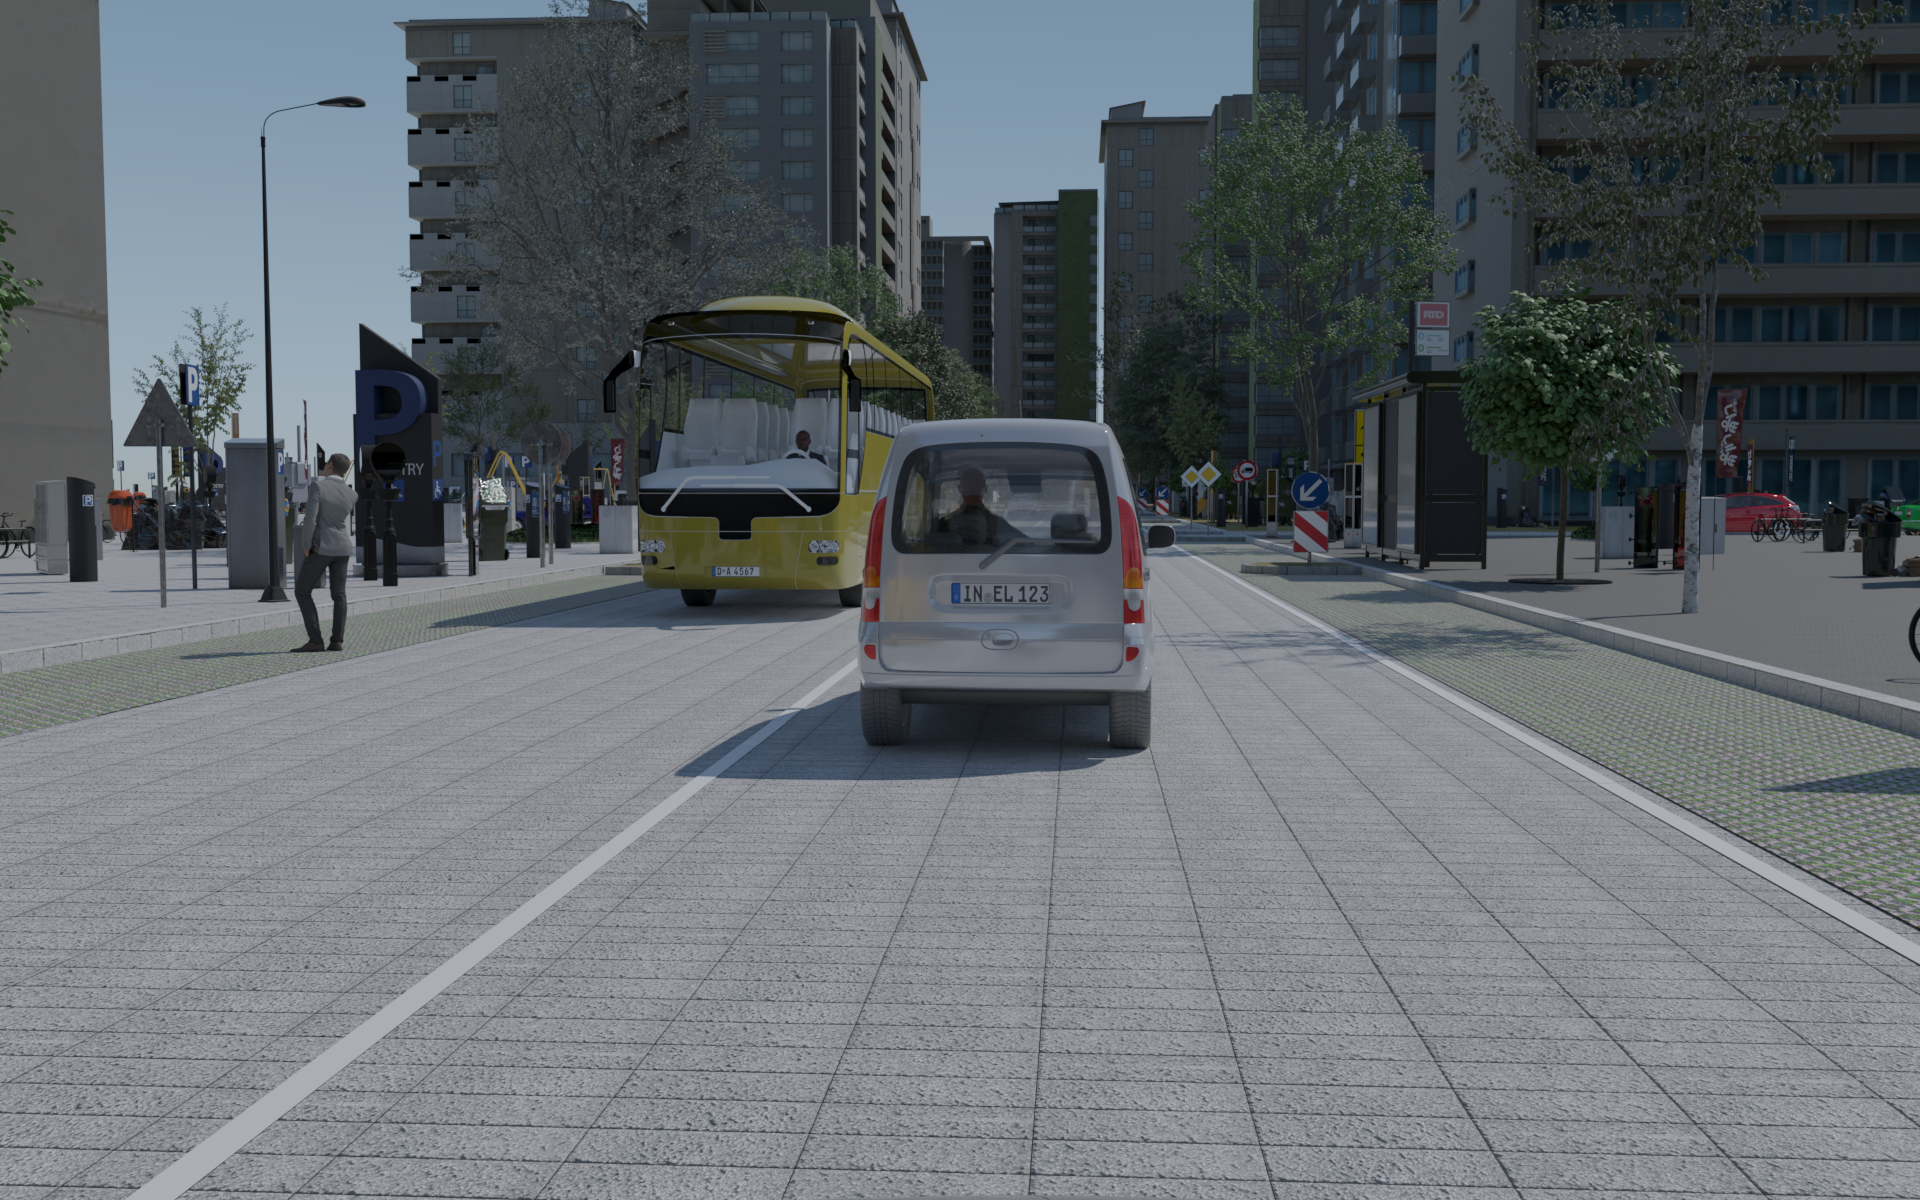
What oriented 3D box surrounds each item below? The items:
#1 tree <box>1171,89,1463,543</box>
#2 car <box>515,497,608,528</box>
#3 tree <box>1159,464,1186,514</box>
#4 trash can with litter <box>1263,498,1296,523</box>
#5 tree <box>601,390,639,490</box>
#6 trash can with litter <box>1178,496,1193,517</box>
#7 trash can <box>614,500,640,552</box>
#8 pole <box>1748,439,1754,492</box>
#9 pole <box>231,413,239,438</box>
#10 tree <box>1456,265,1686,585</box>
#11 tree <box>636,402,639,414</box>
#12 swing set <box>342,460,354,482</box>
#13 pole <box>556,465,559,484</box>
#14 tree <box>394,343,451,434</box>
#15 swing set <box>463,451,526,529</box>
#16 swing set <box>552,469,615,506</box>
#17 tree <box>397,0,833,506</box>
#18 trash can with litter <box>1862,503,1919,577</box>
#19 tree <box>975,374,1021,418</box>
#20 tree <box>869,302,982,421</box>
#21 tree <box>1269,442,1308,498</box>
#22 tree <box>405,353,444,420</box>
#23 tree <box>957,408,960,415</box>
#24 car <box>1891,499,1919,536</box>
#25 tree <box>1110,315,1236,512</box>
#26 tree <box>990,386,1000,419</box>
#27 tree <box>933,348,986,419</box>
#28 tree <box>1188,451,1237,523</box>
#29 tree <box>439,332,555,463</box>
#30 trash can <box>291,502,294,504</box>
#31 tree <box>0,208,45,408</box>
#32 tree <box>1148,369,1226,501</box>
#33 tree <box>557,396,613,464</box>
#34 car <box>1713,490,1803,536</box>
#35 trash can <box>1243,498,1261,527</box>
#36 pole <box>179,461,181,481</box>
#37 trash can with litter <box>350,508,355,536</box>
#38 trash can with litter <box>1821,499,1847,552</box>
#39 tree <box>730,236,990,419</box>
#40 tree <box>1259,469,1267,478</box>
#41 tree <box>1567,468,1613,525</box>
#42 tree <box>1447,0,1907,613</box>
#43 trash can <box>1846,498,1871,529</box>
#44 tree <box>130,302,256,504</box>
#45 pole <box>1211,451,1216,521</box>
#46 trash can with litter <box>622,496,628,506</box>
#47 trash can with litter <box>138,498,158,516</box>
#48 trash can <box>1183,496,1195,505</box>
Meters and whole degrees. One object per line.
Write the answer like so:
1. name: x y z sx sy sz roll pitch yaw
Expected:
1. tree: 9.204 -7.327 45.558 9.928 11.665 9.643 0 3 0
2. car: -13.623 -2.812 58.549 3.894 1.354 1.945 0 4 3
3. tree: 14.058 -7.068 110.163 1.663 3.219 1.824 0 3 0
4. trash can with litter: 14.376 -4.058 77.408 2.233 1.210 1.678 1 4 19
5. tree: -21.390 -10.091 115.355 4.737 8.622 4.395 0 3 0
6. trash can with litter: 12.808 -5.269 97.535 1.055 1.170 0.624 2 4 28
7. trash can: -7.358 -1.652 38.661 0.748 1.137 0.748 0 3 0
8. pole: 29.335 -4.308 64.283 0.158 3.312 0.155 0 3 0
9. pole: -18.203 -3.042 43.580 0.158 3.312 0.155 0 3 0
10. tree: 8.678 -2.521 24.934 4.285 4.588 4.351 0 3 0
11. tree: -15.673 -8.799 94.220 4.360 8.622 3.978 0 3 0
12. swing set: -26.910 -4.870 77.248 2.862 2.851 3.119 -1 4 -22
13. pole: -26.512 -7.361 114.189 0.158 3.312 0.155 0 3 0
14. tree: -26.546 -8.161 83.793 4.737 8.622 4.395 0 3 0
15. swing set: -16.970 -4.084 64.387 2.862 2.851 3.119 -1 4 -13
16. swing set: -22.866 -6.649 106.333 3.119 2.851 2.862 -2 4 -35
17. tree: -8.125 -8.047 41.945 12.009 13.543 11.850 0 3 0
18. trash can with litter: 14.556 -0.957 27.030 1.055 1.170 0.624 0 4 -2
19. tree: 1.740 -16.263 176.262 12.009 13.543 11.850 0 3 0
20. tree: -3.262 -11.433 103.933 9.611 12.733 9.660 0 3 0
21. tree: 21.241 -7.729 110.087 4.285 4.588 4.351 0 3 0
22. tree: -28.439 -8.498 89.305 4.360 8.622 3.978 0 3 0
23. tree: 3.375 -16.058 196.961 8.767 10.594 7.601 0 4 -3
24. car: 32.489 -2.868 55.688 4.718 1.807 1.959 0 4 5
25. tree: 15.076 -13.213 122.680 9.857 13.997 8.962 0 3 0
26. tree: 0.034 -13.306 143.304 9.928 11.665 9.643 0 3 0
27. tree: -1.077 -13.222 134.310 7.486 12.596 7.792 0 3 0
28. tree: 11.407 -5.064 77.402 1.663 3.219 1.824 0 3 0
29. tree: -26.919 -10.071 99.065 8.767 10.594 7.601 1 4 9
30. trash can: -30.286 -4.064 78.106 0.748 1.137 0.748 0 3 0
31. tree: -9.379 -1.877 14.396 4.285 4.588 4.351 0 3 0
32. tree: 13.439 -9.259 101.743 4.737 8.622 4.395 0 3 0
33. tree: -28.027 -10.922 128.944 4.360 8.622 3.978 0 3 0
34. car: 25.105 -2.914 56.680 4.494 1.783 2.155 0 4 6
35. trash can: 11.387 -3.414 67.465 0.748 1.137 0.748 0 3 0
36. pole: -48.716 -7.002 108.319 0.158 3.312 0.155 0 3 0
37. trash can with litter: -18.592 -2.536 52.849 0.624 1.170 1.055 3 5 44
38. trash can with litter: 19.675 -1.653 38.414 1.055 1.170 0.624 2 4 29
39. tree: -5.760 -8.741 68.665 9.928 11.665 9.643 0 3 0
40. tree: 23.087 -8.305 130.392 1.663 3.219 1.824 0 3 0
41. tree: 23.309 -4.222 63.631 1.663 3.219 1.824 0 3 0
42. tree: 7.731 -4.175 18.619 4.360 8.622 3.978 0 3 0
43. trash can: 30.897 -2.932 59.598 0.748 1.137 0.748 0 3 0
44. tree: -28.861 -7.070 65.951 4.737 8.622 4.395 0 3 0
45. pole: 11.881 -5.344 81.222 0.158 3.312 0.155 0 3 0
46. trash can with litter: -15.522 -4.200 79.733 2.233 1.210 1.678 2 4 30
47. trash can with litter: -25.618 -2.663 54.932 0.624 1.170 1.055 -1 4 -10
48. trash can: 14.060 -5.776 106.084 0.748 1.137 0.748 0 3 0
